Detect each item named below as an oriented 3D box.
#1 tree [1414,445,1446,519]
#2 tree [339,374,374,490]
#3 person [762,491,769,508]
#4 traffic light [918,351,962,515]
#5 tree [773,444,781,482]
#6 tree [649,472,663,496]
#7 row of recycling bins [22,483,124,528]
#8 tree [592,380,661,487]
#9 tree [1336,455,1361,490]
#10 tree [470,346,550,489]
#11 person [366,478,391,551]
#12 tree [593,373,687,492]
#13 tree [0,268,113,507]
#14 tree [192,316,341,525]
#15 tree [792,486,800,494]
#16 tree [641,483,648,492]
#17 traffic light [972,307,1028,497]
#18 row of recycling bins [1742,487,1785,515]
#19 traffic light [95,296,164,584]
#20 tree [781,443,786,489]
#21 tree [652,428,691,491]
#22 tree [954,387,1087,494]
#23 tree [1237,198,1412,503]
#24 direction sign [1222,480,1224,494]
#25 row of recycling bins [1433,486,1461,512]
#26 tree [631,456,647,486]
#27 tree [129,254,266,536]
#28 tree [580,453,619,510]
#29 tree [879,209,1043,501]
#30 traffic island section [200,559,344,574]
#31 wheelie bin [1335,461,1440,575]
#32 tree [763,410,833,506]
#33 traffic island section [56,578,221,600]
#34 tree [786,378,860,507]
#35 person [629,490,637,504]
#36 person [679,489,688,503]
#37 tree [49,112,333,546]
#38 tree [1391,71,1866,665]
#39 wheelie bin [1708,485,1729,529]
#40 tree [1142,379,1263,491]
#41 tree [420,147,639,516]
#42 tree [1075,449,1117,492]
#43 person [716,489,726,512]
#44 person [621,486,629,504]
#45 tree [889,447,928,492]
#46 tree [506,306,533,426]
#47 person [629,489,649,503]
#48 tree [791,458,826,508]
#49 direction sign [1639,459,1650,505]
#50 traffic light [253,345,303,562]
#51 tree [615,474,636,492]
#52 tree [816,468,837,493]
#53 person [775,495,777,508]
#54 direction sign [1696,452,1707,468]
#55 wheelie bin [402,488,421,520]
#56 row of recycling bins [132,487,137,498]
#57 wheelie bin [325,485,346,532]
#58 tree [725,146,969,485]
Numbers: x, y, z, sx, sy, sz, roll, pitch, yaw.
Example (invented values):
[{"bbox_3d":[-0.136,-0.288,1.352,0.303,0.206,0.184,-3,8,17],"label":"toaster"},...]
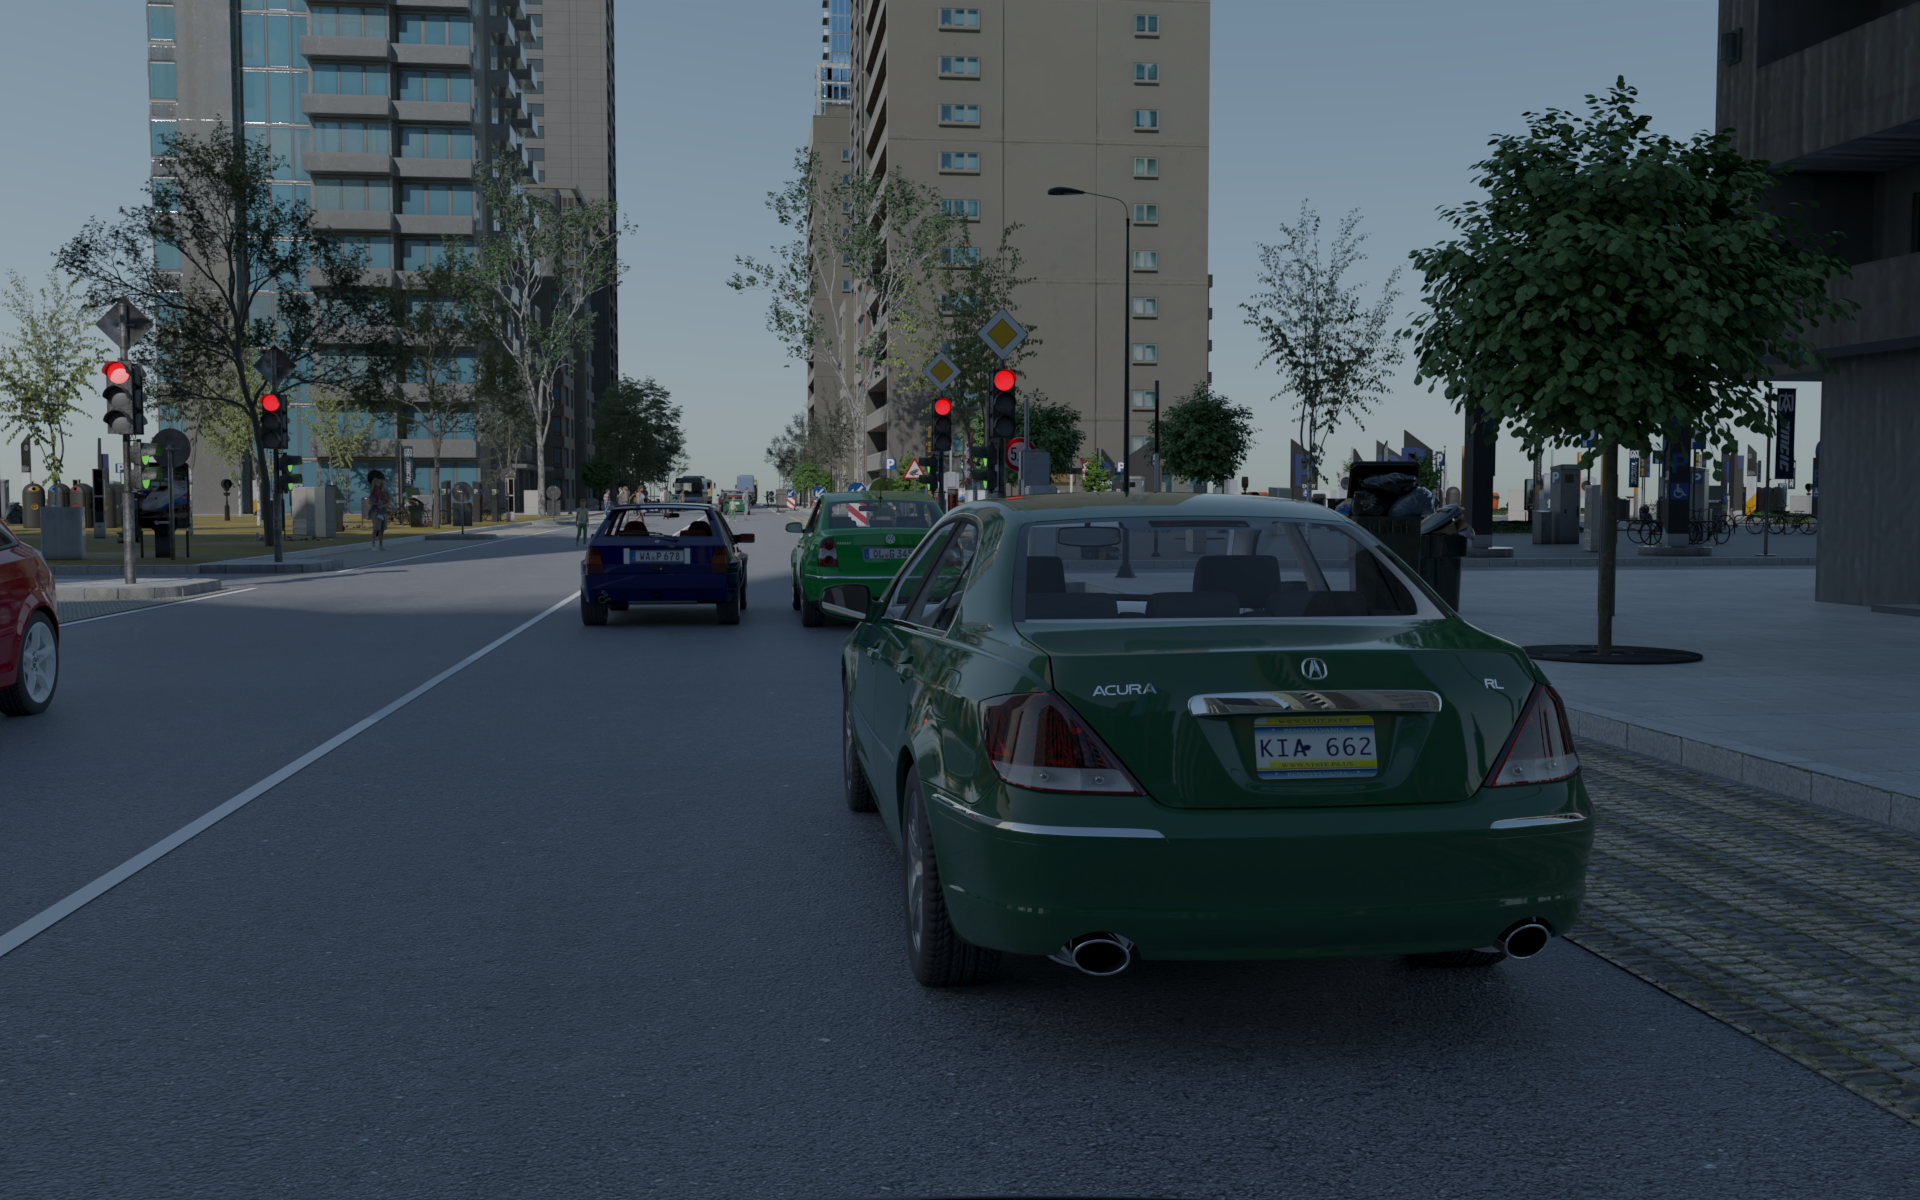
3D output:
[{"bbox_3d":[18.247,-4.507,68.293,1.663,3.219,1.824,0,3,0],"label":"tree"},{"bbox_3d":[-37.317,-9.368,103.529,4.737,8.622,4.395,0,3,0],"label":"tree"},{"bbox_3d":[-20.199,-10.467,180.160,0.750,1.759,0.617,0,4,-1],"label":"person"},{"bbox_3d":[-0.387,-2.767,34.167,0.839,4.253,0.868,0,4,-7],"label":"traffic light"},{"bbox_3d":[-22.502,-17.085,229.698,4.360,8.622,3.978,0,3,0],"label":"tree"},{"bbox_3d":[-37.080,-15.734,207.604,4.737,8.622,4.395,0,3,0],"label":"tree"},{"bbox_3d":[-33.523,-3.555,65.232,3.534,1.692,1.069,0,4,1],"label":"row of recycling bins"},{"bbox_3d":[-33.714,-15.526,171.979,7.486,12.596,7.792,0,3,0],"label":"tree"},{"bbox_3d":[18.926,-5.436,83.485,1.663,3.219,1.824,0,3,0],"label":"tree"},{"bbox_3d":[-22.440,-8.327,86.514,4.360,8.622,3.978,0,3,0],"label":"tree"},{"bbox_3d":[-14.599,-2.141,43.476,0.573,1.828,0.580,0,4,-5],"label":"person"},{"bbox_3d":[-33.959,-16.916,183.227,9.857,13.997,8.962,0,3,0],"label":"tree"},{"bbox_3d":[-29.394,-6.441,55.674,4.737,8.622,4.395,0,3,0],"label":"tree"},{"bbox_3d":[-28.778,-7.352,70.560,4.737,8.622,4.395,0,3,0],"label":"tree"},{"bbox_3d":[-20.909,-13.991,223.350,1.663,3.219,1.824,0,3,0],"label":"tree"},{"bbox_3d":[-37.232,-12.745,202.989,1.663,3.219,1.824,0,3,0],"label":"tree"},{"bbox_3d":[0.613,-2.283,26.245,0.839,4.253,0.868,0,4,-7],"label":"traffic light"},{"bbox_3d":[44.494,-5.449,96.205,1.069,1.692,3.534,-1,4,-12],"label":"row of recycling bins"},{"bbox_3d":[-11.848,-2.186,24.661,0.839,4.253,0.868,0,4,-7],"label":"traffic light"},{"bbox_3d":[-14.846,-13.418,169.753,4.360,8.622,3.978,0,3,0],"label":"tree"},{"bbox_3d":[-45.018,-20.765,265.263,9.928,11.665,9.643,0,3,0],"label":"tree"},{"bbox_3d":[2.272,-4.258,53.324,4.285,4.588,4.351,0,3,0],"label":"tree"},{"bbox_3d":[9.165,-5.733,44.105,4.360,8.622,3.978,0,3,0],"label":"tree"},{"bbox_3d":[8.696,-3.990,57.238,0.379,3.537,0.876,1,4,19],"label":"direction sign"},{"bbox_3d":[25.440,-5.319,94.072,3.534,1.692,1.069,2,4,34],"label":"row of recycling bins"},{"bbox_3d":[-36.167,-15.052,196.457,4.360,8.622,3.978,0,3,0],"label":"tree"},{"bbox_3d":[-23.794,-6.311,53.547,4.360,8.622,3.978,0,3,0],"label":"tree"},{"bbox_3d":[-29.127,-9.538,139.655,4.285,4.588,4.351,0,3,0],"label":"tree"},{"bbox_3d":[0.270,-5.749,44.360,4.737,8.622,4.395,0,3,0],"label":"tree"},{"bbox_3d":[-12.889,-0.638,32.713,2.009,0.180,2.903,0,4,-7],"label":"traffic island section"},{"bbox_3d":[4.078,-0.528,16.539,0.980,1.594,0.693,0,4,5],"label":"wheelie bin"},{"bbox_3d":[-17.753,-15.730,191.598,8.767,10.594,7.601,0,4,2],"label":"tree"},{"bbox_3d":[-11.889,-0.153,24.790,2.009,0.180,2.903,0,4,-7],"label":"traffic island section"},{"bbox_3d":[-7.820,-9.693,108.839,4.360,8.622,3.978,0,3,0],"label":"tree"},{"bbox_3d":[-22.529,-6.805,120.486,0.721,1.735,1.217,3,5,43],"label":"person"},{"bbox_3d":[-21.994,-7.893,137.559,0.705,1.824,1.348,1,4,19],"label":"person"},{"bbox_3d":[-17.208,-6.612,42.516,7.601,10.594,8.767,3,4,38],"label":"tree"},{"bbox_3d":[5.113,-1.821,13.492,4.285,4.588,4.351,0,3,0],"label":"tree"},{"bbox_3d":[27.496,-3.369,62.984,0.693,1.594,0.980,-3,5,-43],"label":"wheelie bin"},{"bbox_3d":[6.920,-4.003,49.158,4.285,4.588,4.351,0,3,0],"label":"tree"},{"bbox_3d":[-25.136,-14.787,97.648,12.611,20.169,13.585,0,3,0],"label":"tree"},{"bbox_3d":[5.403,-4.679,71.099,1.663,3.219,1.824,0,3,0],"label":"tree"},{"bbox_3d":[-18.593,-7.754,135.266,0.705,1.826,1.348,1,4,23],"label":"person"},{"bbox_3d":[-14.344,-3.980,74.114,0.362,1.759,0.519,0,4,2],"label":"person"},{"bbox_3d":[-2.112,-4.536,68.757,1.663,3.219,1.824,0,3,0],"label":"tree"},{"bbox_3d":[-19.141,-7.927,64.020,8.767,10.594,7.601,3,5,40],"label":"tree"},{"bbox_3d":[-20.343,-6.191,109.810,1.348,1.812,0.705,0,4,4],"label":"person"},{"bbox_3d":[-13.478,-10.563,156.422,4.285,4.588,4.351,0,3,0],"label":"tree"},{"bbox_3d":[32.205,-5.473,81.479,0.876,3.537,0.379,-3,4,-38],"label":"direction sign"},{"bbox_3d":[-12.848,-2.670,32.583,0.839,4.253,0.868,0,4,-7],"label":"traffic light"},{"bbox_3d":[-31.476,-10.252,162.224,1.663,3.219,1.824,0,3,0],"label":"tree"},{"bbox_3d":[-9.755,-8.164,128.087,1.663,3.219,1.824,0,3,0],"label":"tree"},{"bbox_3d":[-18.692,-10.298,177.816,0.756,1.711,0.436,-3,4,-37],"label":"person"},{"bbox_3d":[39.659,-6.169,92.858,0.876,3.537,0.379,-1,4,-23],"label":"direction sign"},{"bbox_3d":[-26.732,-4.683,84.468,0.980,1.594,0.693,-3,4,-36],"label":"wheelie bin"},{"bbox_3d":[-33.560,-3.843,69.952,1.069,1.692,3.534,0,4,0],"label":"row of recycling bins"},{"bbox_3d":[-21.212,-3.090,58.423,0.693,1.594,0.980,1,4,13],"label":"wheelie bin"},{"bbox_3d":[-6.203,-14.620,94.931,12.611,20.169,13.585,0,3,0],"label":"tree"}]
